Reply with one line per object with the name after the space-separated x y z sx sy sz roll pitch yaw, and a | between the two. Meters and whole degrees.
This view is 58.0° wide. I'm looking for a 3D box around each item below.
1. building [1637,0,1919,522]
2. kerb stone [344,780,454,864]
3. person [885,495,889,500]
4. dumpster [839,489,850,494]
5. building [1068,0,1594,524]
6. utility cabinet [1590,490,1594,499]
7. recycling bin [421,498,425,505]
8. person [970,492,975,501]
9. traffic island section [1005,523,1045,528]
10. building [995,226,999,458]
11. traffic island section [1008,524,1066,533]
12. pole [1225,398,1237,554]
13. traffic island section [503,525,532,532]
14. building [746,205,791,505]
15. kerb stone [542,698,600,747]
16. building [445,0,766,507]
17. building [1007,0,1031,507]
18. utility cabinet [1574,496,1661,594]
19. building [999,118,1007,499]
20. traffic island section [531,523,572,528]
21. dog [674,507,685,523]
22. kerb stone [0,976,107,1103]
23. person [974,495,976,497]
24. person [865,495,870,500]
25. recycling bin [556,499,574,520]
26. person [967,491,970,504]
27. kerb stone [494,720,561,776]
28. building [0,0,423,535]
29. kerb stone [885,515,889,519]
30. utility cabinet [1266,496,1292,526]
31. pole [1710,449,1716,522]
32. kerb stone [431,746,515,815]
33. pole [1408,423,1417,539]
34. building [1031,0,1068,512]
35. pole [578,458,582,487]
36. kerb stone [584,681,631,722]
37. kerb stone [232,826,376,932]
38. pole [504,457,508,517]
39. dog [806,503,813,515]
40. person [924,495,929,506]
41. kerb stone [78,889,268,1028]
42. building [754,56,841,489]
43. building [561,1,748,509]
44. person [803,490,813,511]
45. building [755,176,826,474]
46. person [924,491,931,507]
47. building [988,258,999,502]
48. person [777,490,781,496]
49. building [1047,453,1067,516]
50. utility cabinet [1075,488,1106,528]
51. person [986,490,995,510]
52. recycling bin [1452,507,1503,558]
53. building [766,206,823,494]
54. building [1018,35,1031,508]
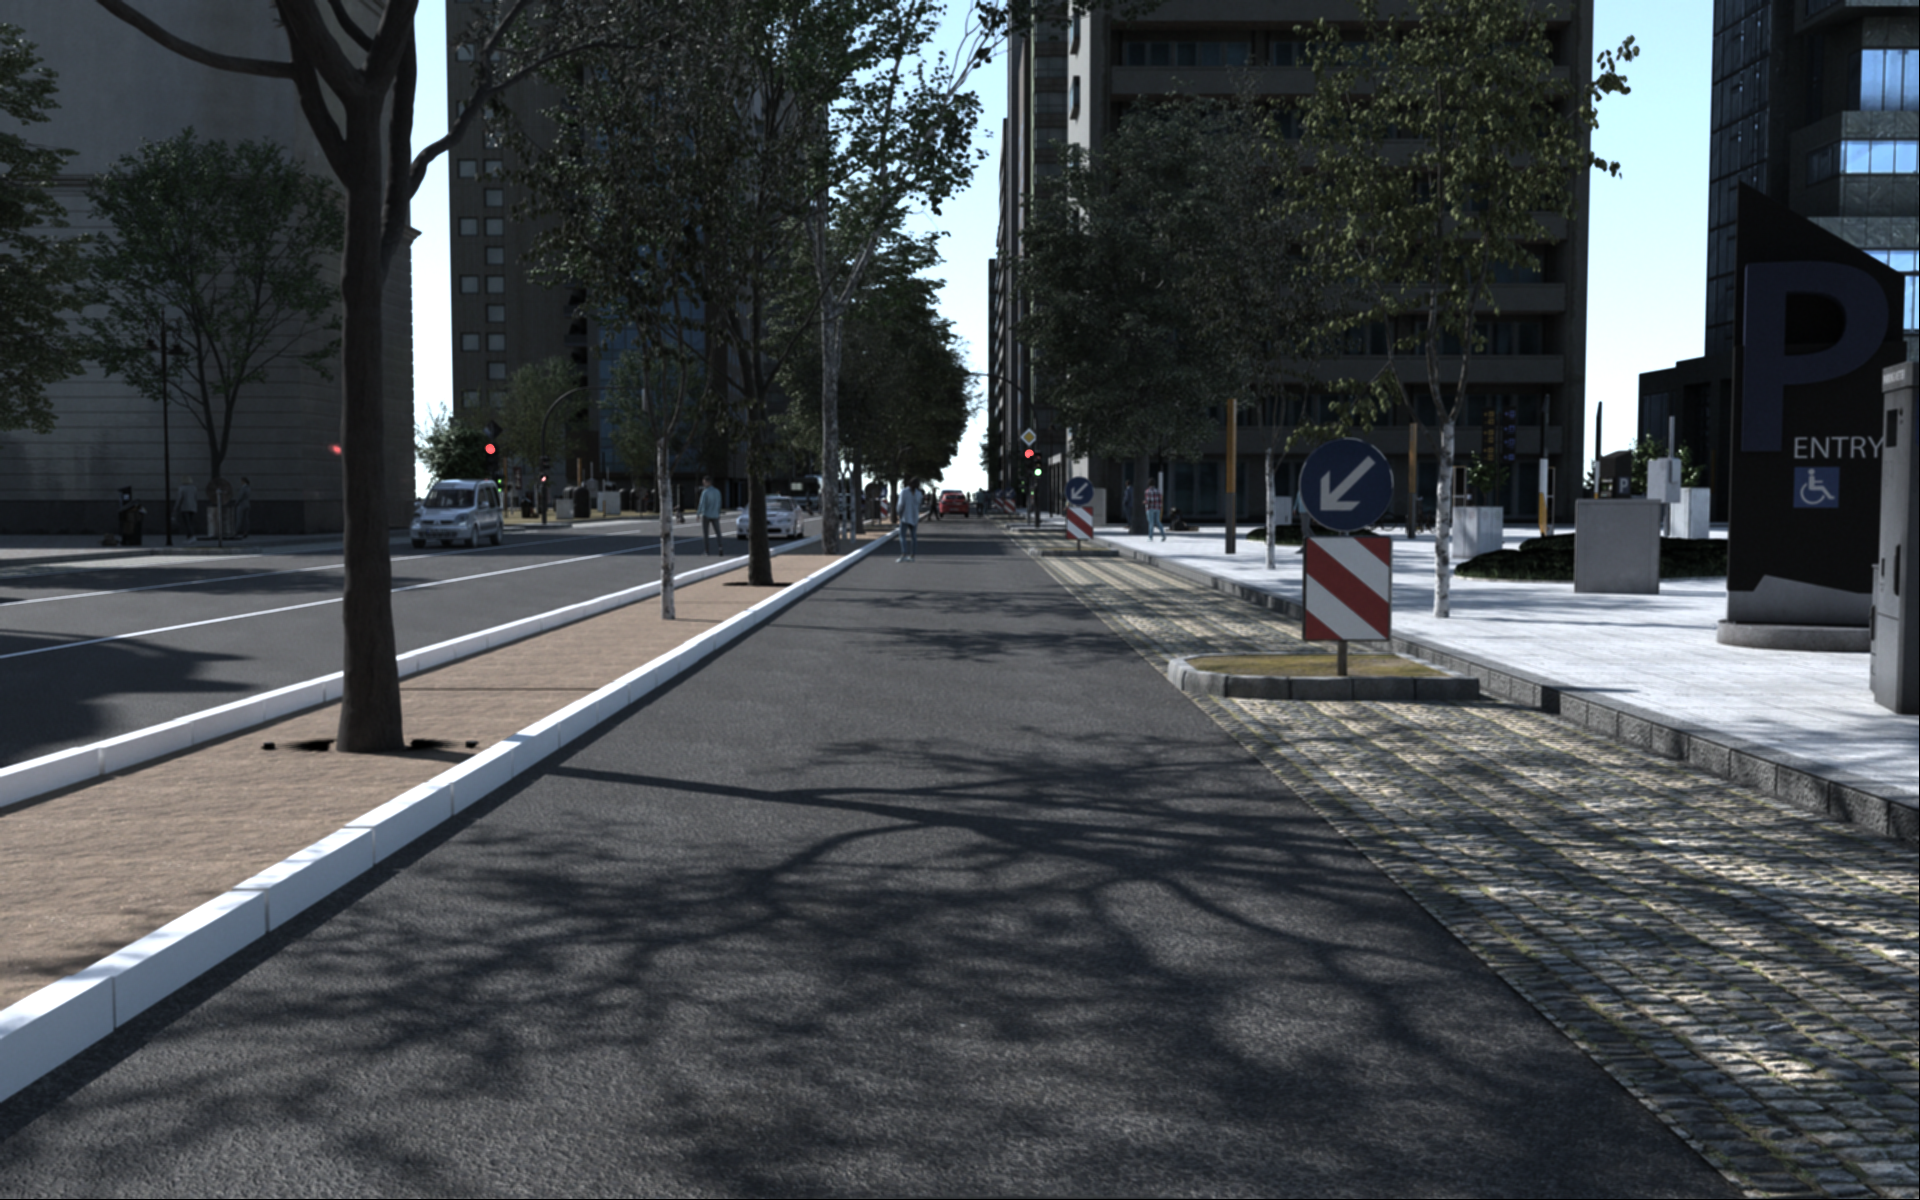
50.233 -46.933 80.030 31.000 86.520 22.319 0 3 0 | building
-2.322 0.917 7.196 0.120 0.150 1.000 0 3 0 | kerb stone
-11.796 -16.276 275.441 1.217 1.723 0.721 0 4 -7 | person
-17.399 -15.729 262.116 1.985 2.255 1.502 0 4 0 | dumpster
15.934 -28.072 82.684 21.600 48.544 21.300 0 3 0 | building
30.416 -4.533 82.787 0.318 1.500 1.173 0 4 5 | utility cabinet
-31.674 -5.533 103.014 0.722 1.027 0.722 -1 4 -14 | recycling bin
2.176 -16.228 274.340 1.217 1.766 0.721 0 4 -1 | person
2.949 -3.141 73.632 2.009 0.180 2.903 0 3 0 | traffic island section
16.979 -40.295 278.429 23.786 49.044 30.456 0 3 0 | building
2.946 -2.652 65.647 2.009 0.180 2.903 0 3 0 | traffic island section
5.797 -2.641 37.015 0.158 3.312 0.155 0 3 0 | pole
-17.695 -2.653 65.661 2.009 0.180 2.903 0 3 0 | traffic island section
-35.638 -31.277 203.253 32.217 40.220 23.993 0 3 0 | building
-2.316 0.730 10.267 0.120 0.150 1.000 0 3 0 | kerb stone
-34.757 -35.898 176.169 28.713 52.752 27.495 0 3 0 | building
15.597 -39.524 188.215 21.231 58.520 28.212 0 3 0 | building
8.508 -0.689 22.427 1.020 1.237 0.306 1 4 18 | utility cabinet
15.676 -36.066 213.379 21.300 48.544 21.600 0 3 0 | building
-17.692 -3.142 73.646 2.009 0.180 2.903 0 3 0 | traffic island section
-13.707 -4.151 84.704 0.513 0.831 0.800 -1 4 -16 | dog
-2.319 1.106 4.118 0.120 0.150 1.000 0 3 0 | kerb stone
2.794 -16.113 272.726 1.217 1.735 0.721 1 4 11 | person
-7.774 -8.437 146.624 0.592 1.802 0.473 -2 4 -26 | person
-19.895 -4.565 87.194 0.722 1.027 0.722 0 4 4 | recycling bin
1.243 -14.514 245.901 0.705 1.812 1.348 -1 4 -9 | person
-2.319 0.792 9.245 0.120 0.150 1.000 0 3 0 | kerb stone
-32.662 -16.025 59.277 25.104 27.353 12.463 0 3 0 | building
-4.377 -4.824 101.073 0.120 0.150 1.000 0 3 0 | kerb stone
9.351 -2.420 50.723 0.306 1.237 1.020 3 5 40 | utility cabinet
34.391 -5.218 79.160 0.158 3.312 0.155 0 3 0 | pole
-2.316 0.855 8.220 0.120 0.150 1.000 0 3 0 | kerb stone
12.998 -3.420 49.759 0.158 3.312 0.155 0 3 0 | pole
12.339 -27.423 131.958 14.154 41.232 14.086 0 3 0 | building
-21.635 -6.403 98.534 0.158 3.312 0.155 0 3 0 | pole
-2.317 0.670 11.295 0.120 0.150 1.000 0 3 0 | kerb stone
-2.319 0.985 6.162 0.120 0.150 1.000 0 3 0 | kerb stone
-25.100 -6.228 95.675 0.158 3.312 0.155 0 3 0 | pole
-10.015 -6.114 116.804 0.800 0.831 0.513 -1 4 -9 | dog
-4.144 -12.240 211.815 0.799 1.438 0.628 -2 4 -31 | person
-2.323 1.054 5.141 0.120 0.150 1.000 0 3 0 | kerb stone
-29.968 -51.904 286.878 20.563 71.187 20.611 0 3 0 | building
-26.897 -30.893 155.206 14.600 45.320 14.200 0 3 0 | building
-12.674 -8.298 144.289 0.853 1.813 0.709 -1 4 -11 | person
-31.705 -39.263 261.550 23.786 49.044 30.456 0 3 0 | building
-3.426 -11.270 192.773 1.348 1.824 0.705 0 4 -6 | person
11.842 -37.756 300.898 14.154 41.232 14.086 0 3 0 | building
-22.803 -12.920 217.288 0.705 1.823 1.348 2 4 33 | person
16.224 -40.825 105.741 20.563 71.187 20.611 0 3 0 | building
4.959 -3.491 65.758 1.173 1.500 0.318 2 4 31 | utility cabinet
2.625 -9.069 156.855 1.350 1.814 0.705 -2 4 -24 | person
10.390 -1.359 34.773 0.722 1.027 0.722 -2 4 -31 | recycling bin
-26.593 -33.959 238.817 14.154 41.232 14.086 0 3 0 | building
12.784 -31.623 167.148 14.600 45.320 14.200 0 3 0 | building
